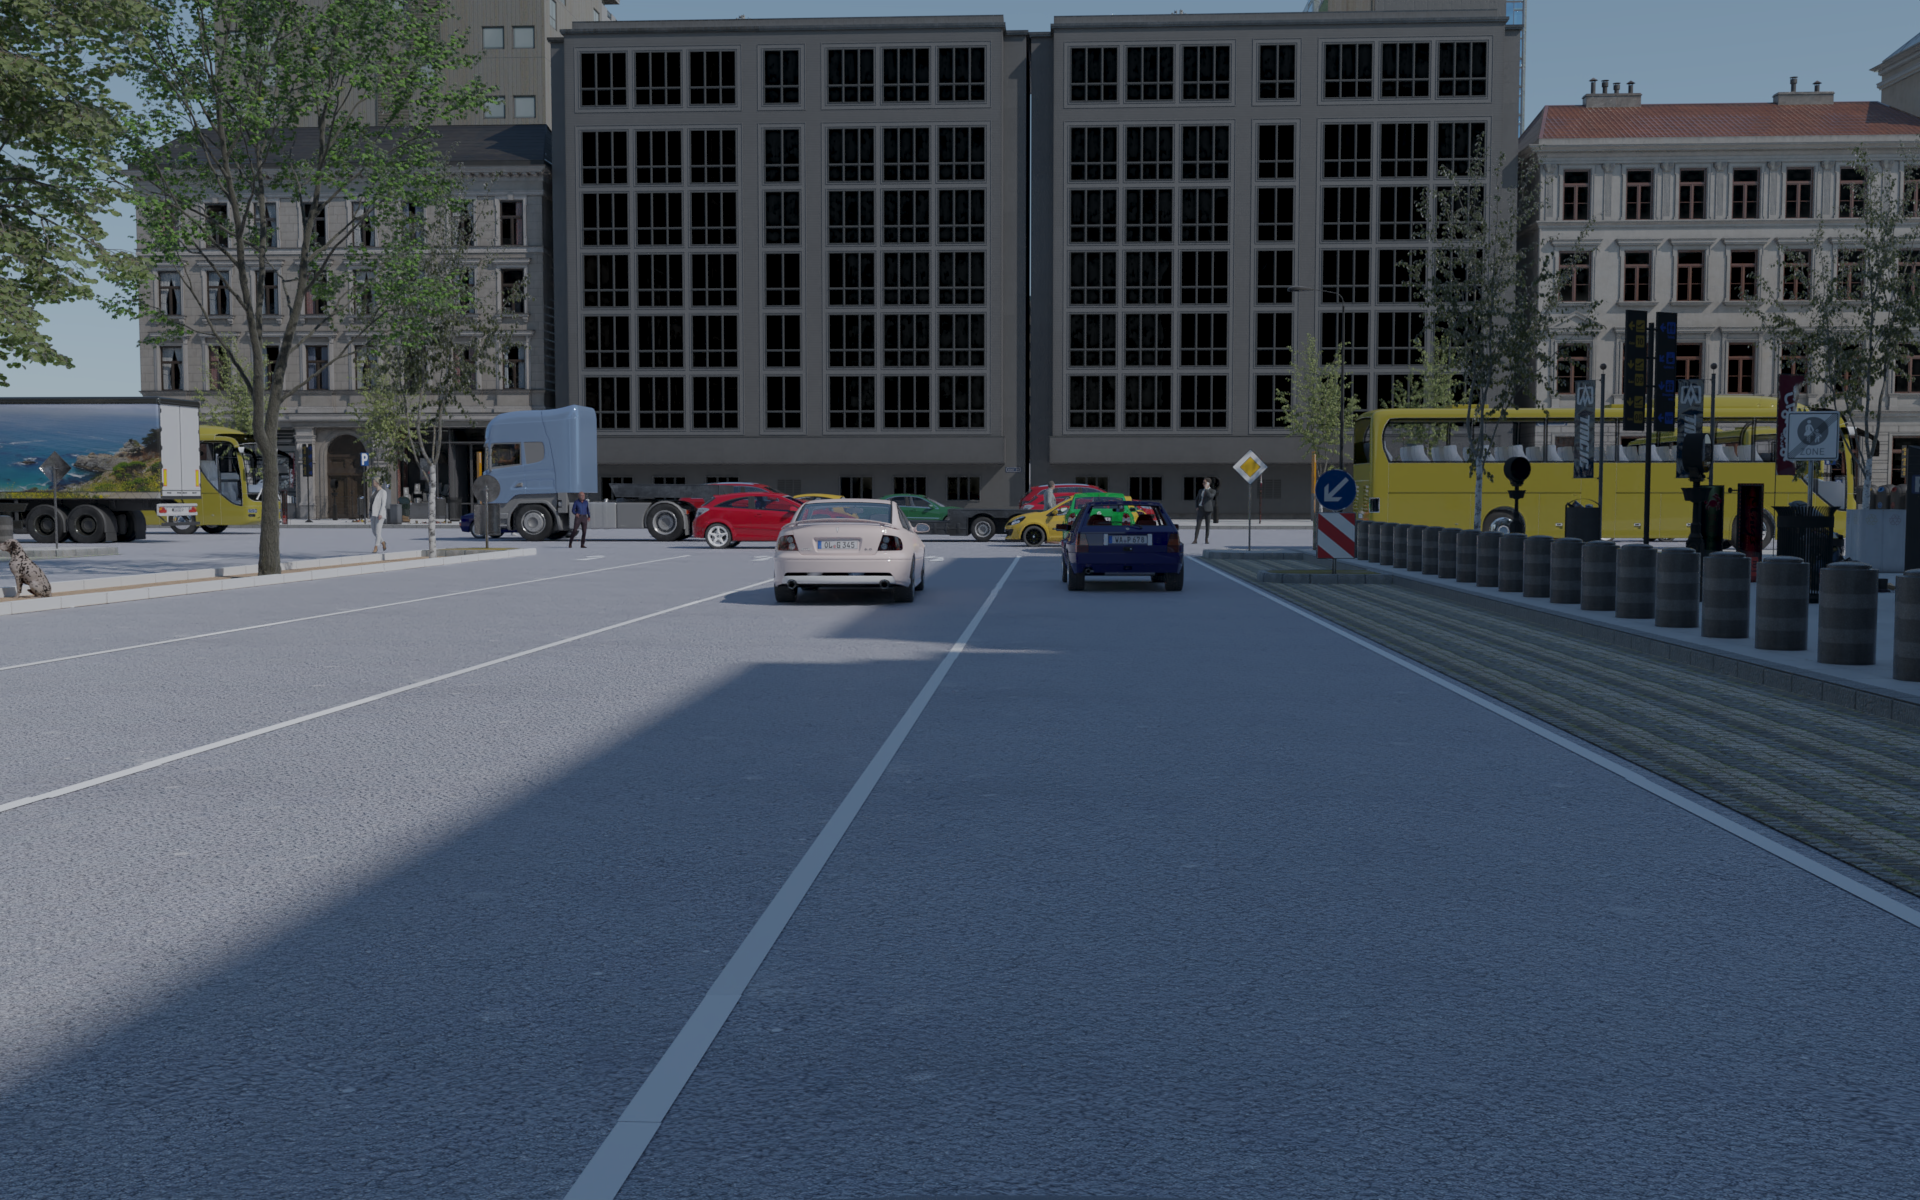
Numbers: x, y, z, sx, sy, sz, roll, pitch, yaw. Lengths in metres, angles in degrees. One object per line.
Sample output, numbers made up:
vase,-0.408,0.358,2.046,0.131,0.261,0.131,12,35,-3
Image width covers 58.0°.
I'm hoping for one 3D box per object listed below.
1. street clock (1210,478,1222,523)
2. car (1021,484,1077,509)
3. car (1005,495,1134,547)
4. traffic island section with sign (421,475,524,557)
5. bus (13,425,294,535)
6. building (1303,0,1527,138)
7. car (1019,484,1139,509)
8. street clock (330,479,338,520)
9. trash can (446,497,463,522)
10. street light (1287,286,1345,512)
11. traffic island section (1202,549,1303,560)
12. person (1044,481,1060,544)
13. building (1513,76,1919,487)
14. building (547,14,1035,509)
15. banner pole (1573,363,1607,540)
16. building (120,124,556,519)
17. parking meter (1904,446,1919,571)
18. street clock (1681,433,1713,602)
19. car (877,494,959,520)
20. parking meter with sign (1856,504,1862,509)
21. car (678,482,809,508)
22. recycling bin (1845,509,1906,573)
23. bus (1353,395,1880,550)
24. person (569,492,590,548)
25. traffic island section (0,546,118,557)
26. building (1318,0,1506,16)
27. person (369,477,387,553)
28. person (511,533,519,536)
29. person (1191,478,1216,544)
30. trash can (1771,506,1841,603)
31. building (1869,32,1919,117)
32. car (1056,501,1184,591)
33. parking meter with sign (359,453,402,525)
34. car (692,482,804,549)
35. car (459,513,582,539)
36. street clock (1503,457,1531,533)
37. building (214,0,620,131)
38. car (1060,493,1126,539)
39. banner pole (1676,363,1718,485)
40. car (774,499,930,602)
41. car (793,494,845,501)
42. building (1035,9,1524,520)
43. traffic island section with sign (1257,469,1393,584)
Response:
street clock,11.212,-4.359,75.843,0.471,2.002,0.358,3,4,37
car,4.211,-3.014,58.325,4.494,1.783,2.155,0,4,5
car,3.212,-2.277,47.448,3.980,1.641,2.015,0,4,3
traffic island section with sign,-11.208,-1.966,40.282,2.006,1.907,1.989,0,4,3
bus,-30.589,-4.340,62.506,12.252,3.916,2.896,0,4,5
building,41.141,-52.128,164.960,22.319,86.520,31.000,0,4,3
car,4.803,-3.481,65.585,5.304,1.827,2.281,0,4,4
street clock,-30.456,-4.880,84.353,0.358,2.002,0.471,0,4,2
trash can,-23.570,-4.229,80.804,0.748,1.137,0.748,0,3,0
street light,8.011,-4.053,38.800,1.470,5.913,1.316,0,4,3
traffic island section,6.537,-1.023,39.012,2.009,0.180,2.903,0,4,3
person,2.594,-2.526,49.901,0.391,1.810,0.635,-1,4,-20
building,38.308,-15.465,89.008,21.152,22.565,11.583,0,4,3
building,-8.295,-18.254,91.960,24.014,27.812,14.314,0,4,3
banner pole,12.183,-2.656,33.441,0.401,3.779,0.863,-2,4,-33
building,-40.547,-14.810,93.053,40.483,20.767,10.553,0,4,3
parking meter,11.626,-0.925,20.834,0.255,1.863,0.399,-2,4,-34
street clock,8.748,-0.980,20.592,0.358,2.002,0.471,3,4,38
car,-1.647,-3.237,64.720,4.920,1.459,2.131,0,4,5
parking meter with sign,62.100,-7.558,119.832,0.543,3.016,1.738,-3,5,-43
car,-6.786,-2.980,57.391,5.304,1.827,2.281,0,4,5
recycling bin,15.027,-0.972,28.440,0.722,1.027,0.722,1,4,11
bus,16.339,-3.201,43.878,12.252,3.916,2.896,0,4,3
person,-10.091,-2.121,45.868,0.574,1.496,0.600,-1,4,-11
traffic island section,-21.207,-1.122,40.629,2.009,0.180,2.903,0,4,3
building,36.407,-28.164,144.079,14.154,41.232,14.086,0,4,3
person,-14.132,-2.066,42.163,0.514,1.842,0.818,1,4,13
person,-15.256,-3.087,59.315,0.444,1.785,0.601,-3,4,-38
person,7.022,-2.567,49.834,0.648,1.900,0.474,2,4,23
trash can,9.992,-0.541,20.493,0.748,1.137,0.748,0,3,0
building,59.303,-18.469,87.875,20.117,28.700,13.634,0,4,3
car,2.481,-0.881,26.982,1.945,1.354,3.894,0,4,1
parking meter with sign,-24.370,-4.691,72.959,1.738,3.016,0.543,1,4,15
car,-4.810,-2.250,45.825,4.494,1.783,2.155,0,4,3
car,-14.165,-2.670,56.241,3.894,1.354,1.945,0,4,4
street clock,10.787,-1.774,33.575,0.471,2.002,0.358,-1,4,-17
building,-45.326,-34.344,150.768,28.713,52.752,27.495,0,4,3
car,3.487,-2.124,43.518,1.959,1.807,4.718,0,4,4
banner pole,14.162,-2.642,33.218,0.863,3.779,0.401,1,4,17
car,-1.492,-0.731,24.315,2.083,1.381,4.827,0,4,2
car,-5.558,-3.084,60.647,3.980,1.641,2.015,0,4,4
building,15.701,-18.192,90.948,24.014,27.812,14.314,0,4,3
traffic island section with sign,5.924,-1.208,28.375,1.989,1.847,2.006,0,4,3
